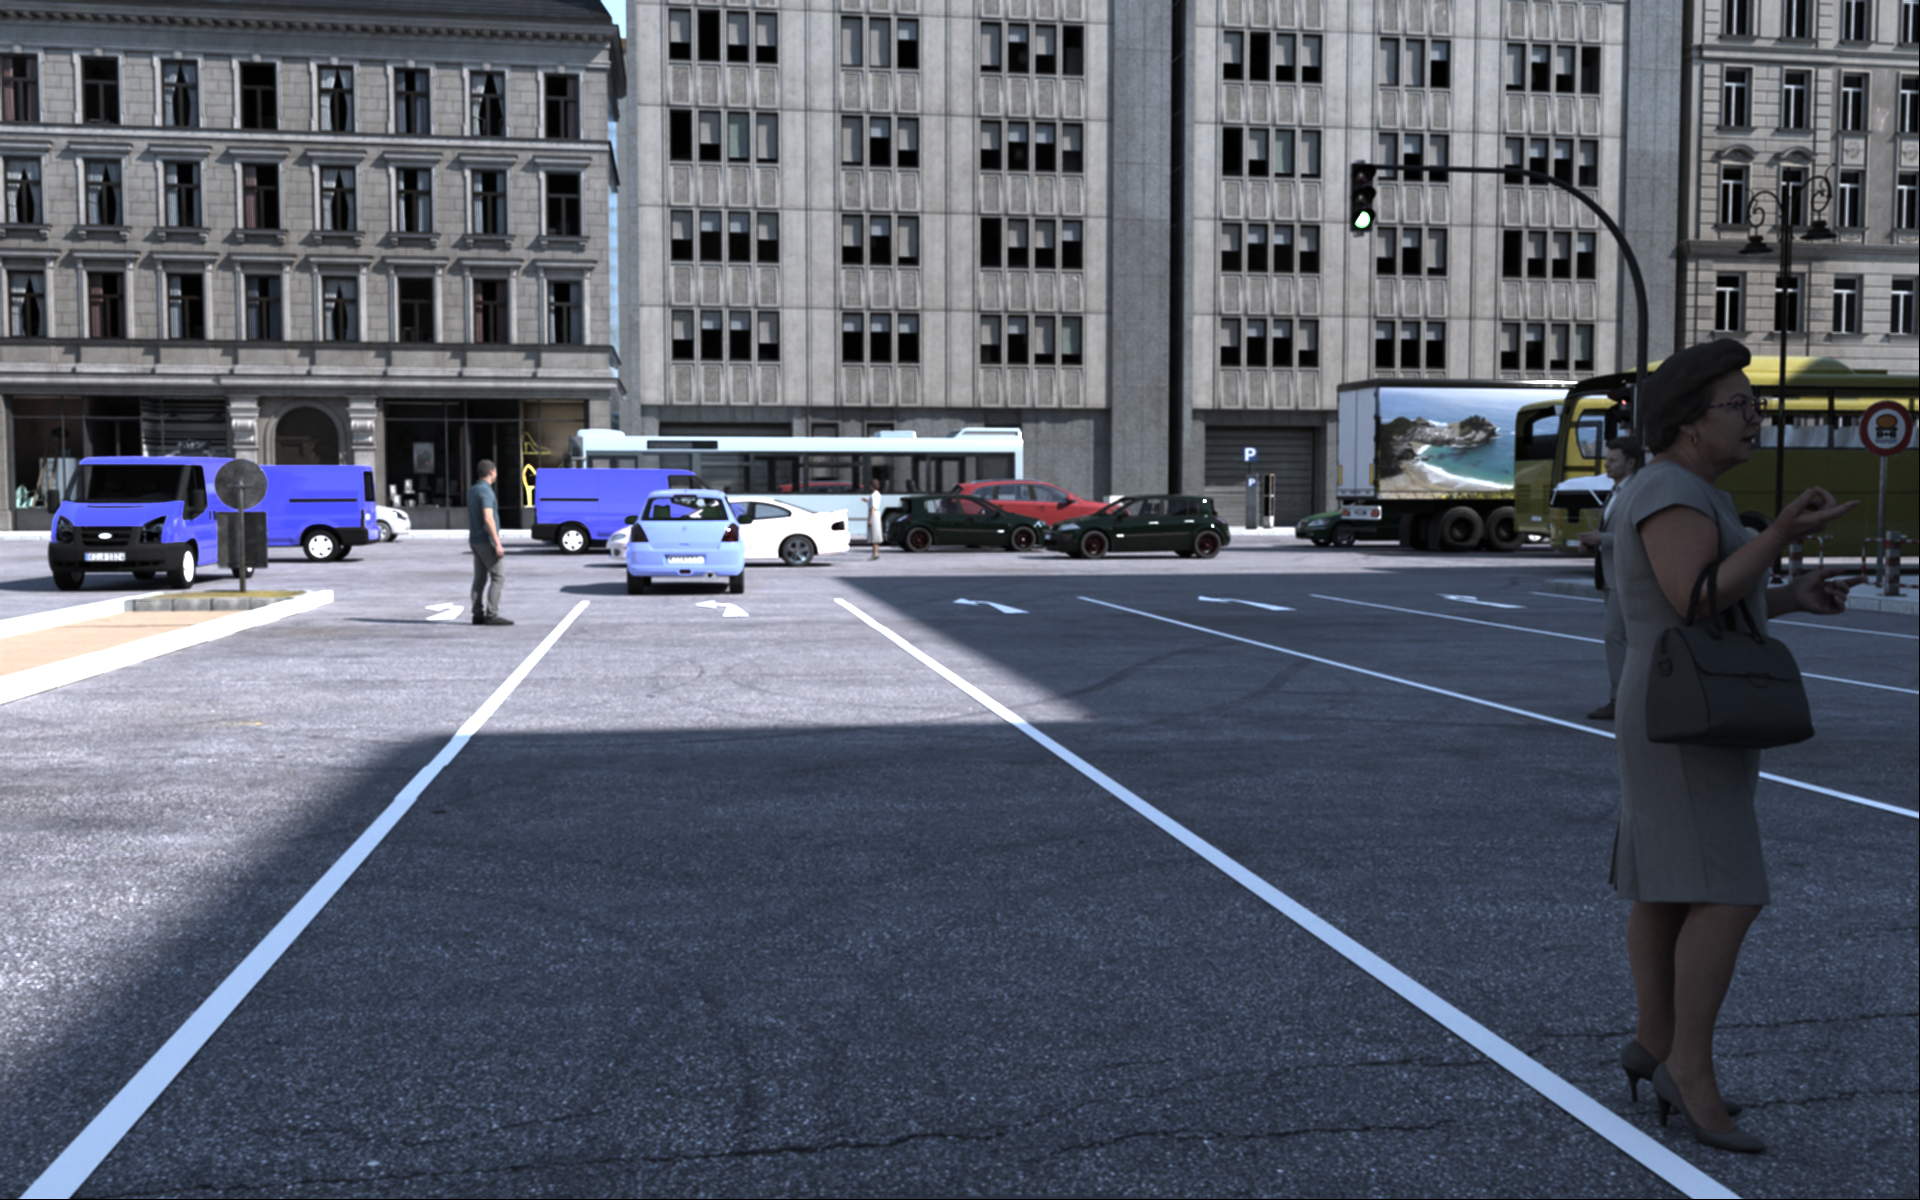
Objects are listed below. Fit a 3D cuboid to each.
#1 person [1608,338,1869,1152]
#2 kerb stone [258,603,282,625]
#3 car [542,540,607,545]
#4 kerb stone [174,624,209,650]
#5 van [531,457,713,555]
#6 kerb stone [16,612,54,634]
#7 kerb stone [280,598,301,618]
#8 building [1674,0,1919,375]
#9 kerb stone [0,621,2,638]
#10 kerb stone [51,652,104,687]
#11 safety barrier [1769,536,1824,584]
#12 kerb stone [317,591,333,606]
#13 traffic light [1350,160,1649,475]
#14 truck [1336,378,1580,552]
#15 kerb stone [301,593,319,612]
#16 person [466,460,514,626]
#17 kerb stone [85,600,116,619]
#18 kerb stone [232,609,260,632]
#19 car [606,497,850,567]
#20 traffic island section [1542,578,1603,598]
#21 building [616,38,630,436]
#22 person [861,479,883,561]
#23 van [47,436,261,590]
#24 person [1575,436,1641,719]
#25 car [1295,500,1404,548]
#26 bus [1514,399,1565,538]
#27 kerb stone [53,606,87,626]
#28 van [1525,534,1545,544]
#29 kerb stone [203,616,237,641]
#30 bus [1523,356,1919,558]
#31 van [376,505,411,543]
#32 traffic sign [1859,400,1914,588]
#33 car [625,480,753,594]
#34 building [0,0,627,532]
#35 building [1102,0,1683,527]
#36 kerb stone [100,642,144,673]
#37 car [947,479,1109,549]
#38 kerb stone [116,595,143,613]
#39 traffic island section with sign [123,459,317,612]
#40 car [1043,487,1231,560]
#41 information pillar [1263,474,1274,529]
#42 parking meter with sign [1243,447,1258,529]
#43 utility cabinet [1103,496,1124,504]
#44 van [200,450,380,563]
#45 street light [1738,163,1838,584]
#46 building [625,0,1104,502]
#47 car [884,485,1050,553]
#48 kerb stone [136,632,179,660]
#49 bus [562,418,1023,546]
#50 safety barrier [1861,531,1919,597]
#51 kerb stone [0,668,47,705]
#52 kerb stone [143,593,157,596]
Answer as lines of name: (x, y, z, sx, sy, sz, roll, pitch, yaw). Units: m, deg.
person: (1.720, 0.306, 3.857, 0.532, 1.782, 0.716, 2, 4, 26)
kerb stone: (-7.800, 0.174, 19.406, 0.120, 0.150, 1.000, -1, 4, -9)
car: (-8.323, -1.957, 44.003, 4.499, 1.417, 2.014, -1, 4, -9)
kerb stone: (-7.317, 0.362, 16.355, 0.120, 0.150, 1.000, -1, 4, -9)
van: (-7.621, -2.288, 41.793, 5.245, 2.365, 2.240, -1, 4, -9)
kerb stone: (-9.711, 0.254, 18.048, 0.120, 0.150, 1.000, -1, 4, -9)
kerb stone: (-7.971, 0.109, 20.421, 0.120, 0.150, 1.000, -1, 4, -9)
building: (39.494, -16.984, 74.949, 25.104, 27.353, 12.463, -1, 4, -9)
kerb stone: (-9.547, 0.316, 17.034, 0.120, 0.150, 1.000, -1, 4, -9)
kerb stone: (-6.825, 0.544, 13.306, 0.120, 0.150, 1.000, -1, 4, -9)
safety barrier: (11.413, -0.573, 23.650, 0.300, 0.817, 1.120, -1, 4, -9)
kerb stone: (-8.295, -0.016, 22.453, 0.120, 0.150, 1.000, -1, 4, -9)
traffic light: (7.602, -3.030, 24.207, 4.771, 5.953, 1.251, -1, 4, -9)
truck: (15.324, -3.374, 44.076, 11.283, 4.237, 2.839, -1, 4, -11)
kerb stone: (-8.129, 0.055, 21.437, 0.120, 0.150, 1.000, -1, 4, -9)
person: (-5.163, -0.634, 18.993, 0.434, 1.807, 0.598, -2, 4, -27)
kerb stone: (-10.039, 0.130, 20.080, 0.120, 0.150, 1.000, -1, 4, -9)
kerb stone: (-7.642, 0.233, 18.385, 0.120, 0.150, 1.000, -1, 4, -9)
car: (-4.625, -1.365, 34.672, 4.827, 1.381, 2.083, 0, 4, -8)
traffic island section: (9.695, -0.154, 24.797, 2.009, 0.180, 2.903, -1, 4, -9)
building: (-54.588, -41.827, 225.862, 28.212, 58.520, 21.231, -1, 4, -9)
person: (-1.932, -1.735, 37.431, 0.524, 1.755, 0.480, 1, 4, 13)
van: (-12.792, -1.428, 27.737, 2.240, 2.365, 5.245, 0, 4, -8)
person: (4.196, -0.152, 11.187, 0.583, 1.804, 0.606, 0, 4, -5)
car: (11.596, -2.181, 47.458, 4.920, 1.459, 2.131, -1, 4, -9)
bus: (19.186, -2.974, 40.172, 12.252, 3.916, 2.896, 0, 4, -7)
kerb stone: (-9.873, 0.192, 19.063, 0.120, 0.150, 1.000, -1, 4, -9)
van: (17.817, -2.814, 50.393, 5.245, 2.365, 2.240, -1, 4, -10)
kerb stone: (-7.471, 0.295, 17.372, 0.120, 0.150, 1.000, -1, 4, -9)
bus: (16.710, -2.465, 31.849, 12.252, 3.916, 2.896, -1, 4, -10)
van: (-18.556, -2.733, 51.698, 4.112, 2.044, 2.013, -1, 4, -10)
traffic sign: (12.598, -1.440, 23.657, 0.768, 2.556, 0.104, 0, 4, -4)
car: (-4.098, -1.011, 26.124, 1.945, 1.707, 3.694, 0, 4, -7)
building: (-32.720, -12.964, 62.868, 40.483, 20.767, 10.553, -1, 4, -9)
building: (17.200, -15.524, 71.837, 19.932, 24.808, 12.078, -1, 4, -9)
kerb stone: (-6.986, 0.485, 14.321, 0.120, 0.150, 1.000, -1, 4, -9)
car: (1.965, -2.286, 46.053, 5.304, 1.827, 2.281, -1, 4, -11)
kerb stone: (-10.200, 0.067, 21.095, 0.120, 0.150, 1.000, -1, 4, -9)
traffic island section with sign: (-9.287, -0.849, 22.014, 2.006, 1.907, 1.989, -1, 4, -9)
car: (3.982, -1.780, 38.883, 4.222, 1.686, 2.009, -1, 4, -11)
information pillar: (11.448, -3.655, 64.248, 0.304, 2.012, 0.304, 3, 4, 37)
parking meter with sign: (10.652, -4.109, 63.437, 0.543, 3.016, 1.738, 0, 4, 7)
utility cabinet: (5.543, -3.148, 62.627, 0.306, 1.237, 1.020, 3, 4, 36)
van: (-15.105, -1.973, 36.646, 5.245, 2.365, 2.240, -1, 4, -11)
street light: (11.700, -3.171, 24.635, 0.468, 5.910, 1.993, -1, 4, -9)
building: (-2.922, -15.342, 68.865, 19.932, 24.808, 12.078, -1, 4, -9)
car: (0.215, -2.044, 43.210, 4.222, 1.686, 2.009, -1, 4, -10)
kerb stone: (-7.152, 0.420, 15.335, 0.120, 0.150, 1.000, -1, 4, -9)
bus: (-4.996, -3.248, 47.970, 13.247, 3.499, 2.948, -1, 4, -11)
safety barrier: (11.713, -0.457, 21.752, 0.300, 0.817, 1.120, -1, 4, -9)
kerb stone: (-6.667, 0.606, 12.291, 0.120, 0.150, 1.000, -1, 4, -9)
kerb stone: (-10.355, 0.010, 22.115, 0.120, 0.150, 1.000, -1, 4, -9)
